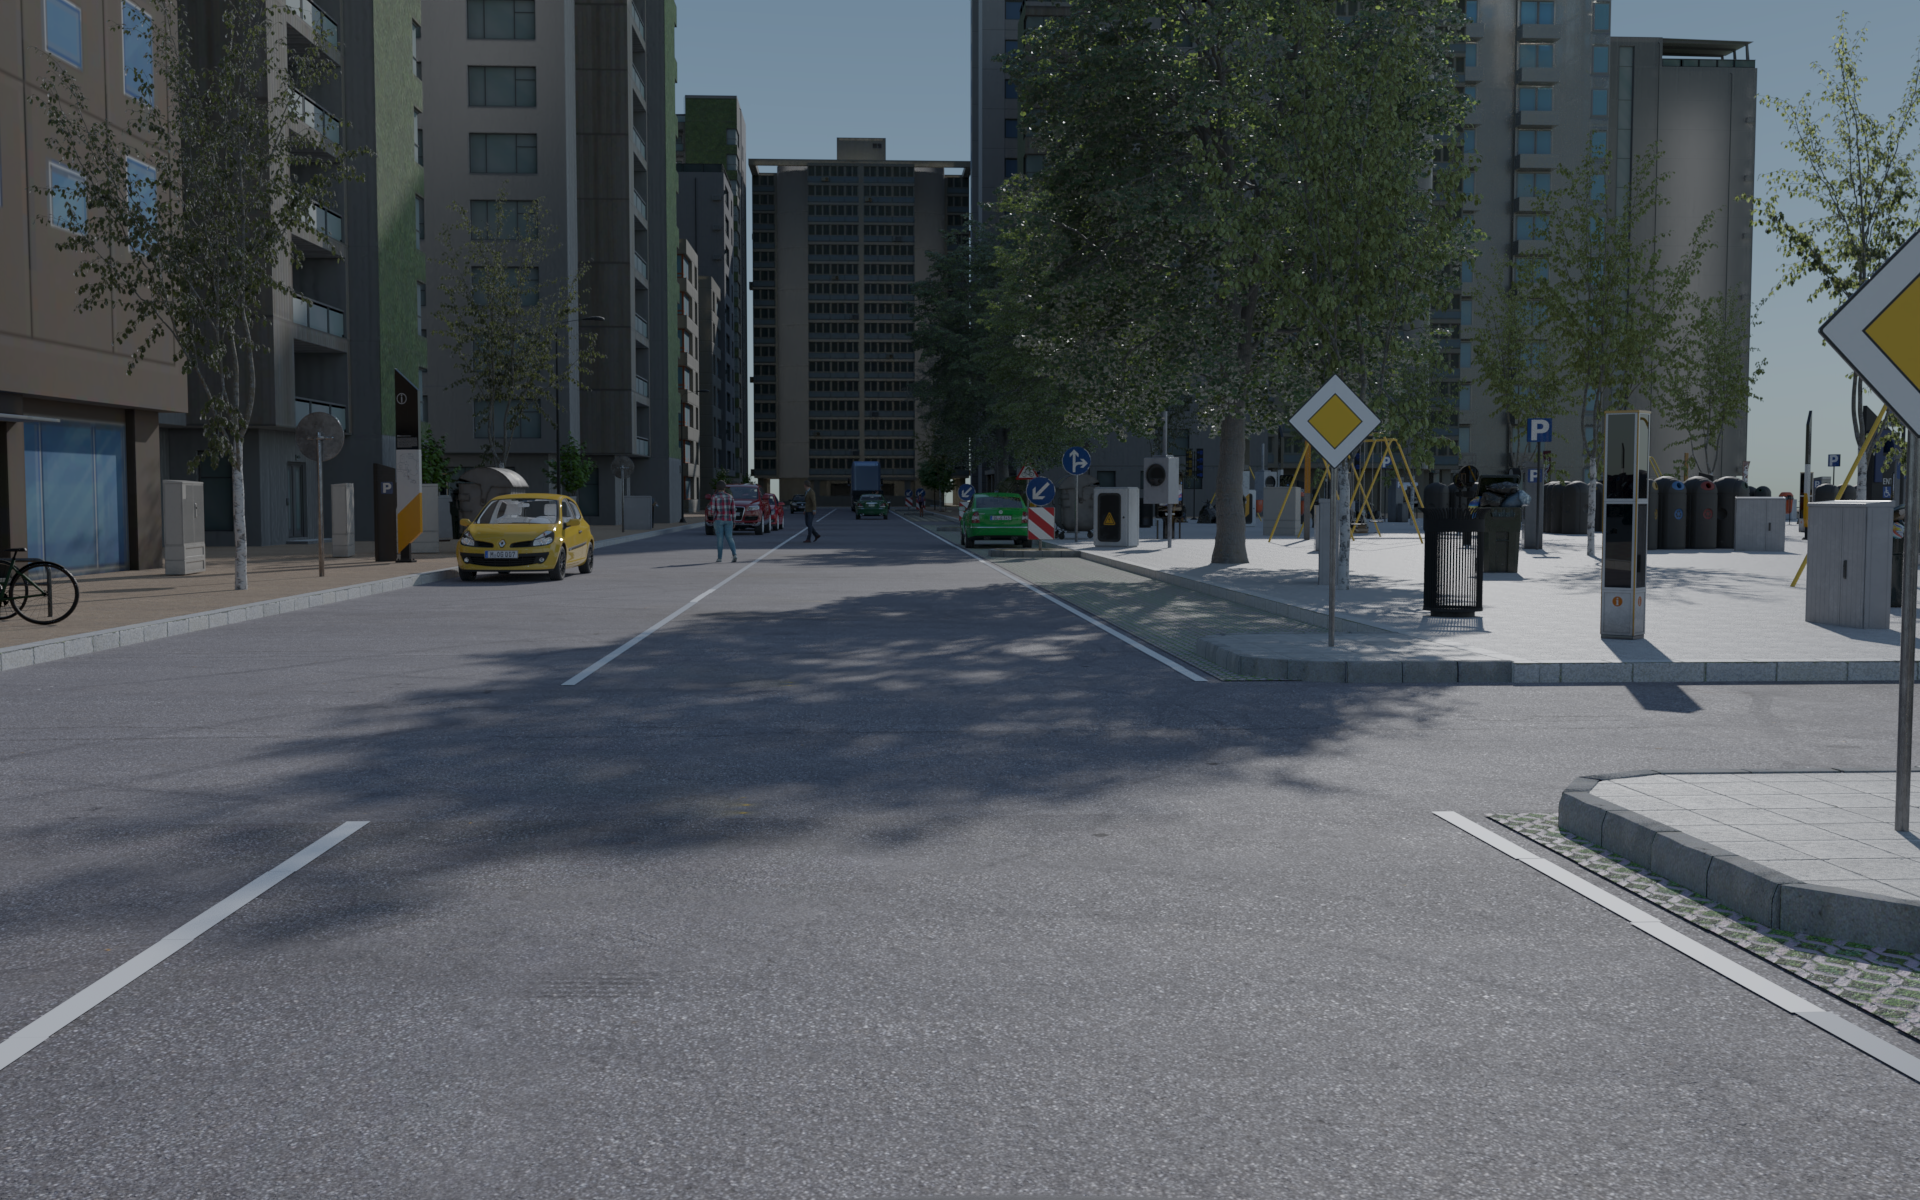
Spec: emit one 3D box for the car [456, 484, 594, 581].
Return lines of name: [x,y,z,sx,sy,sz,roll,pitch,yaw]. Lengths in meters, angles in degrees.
car: [-7.463,-1.203,29.890,2.015,1.641,3.980,0,4,-2]

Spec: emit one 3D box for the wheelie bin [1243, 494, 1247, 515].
wheelie bin: [8.756,-2.883,55.038,0.693,1.594,0.980,1,4,11]

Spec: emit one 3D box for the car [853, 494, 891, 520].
car: [-5.016,-5.313,98.658,2.131,1.459,4.920,0,4,-2]

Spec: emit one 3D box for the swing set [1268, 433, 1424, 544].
swing set: [10.139,-2.912,45.238,2.862,2.851,3.119,-2,4,-25]

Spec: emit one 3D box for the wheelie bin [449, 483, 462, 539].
wheelie bin: [-14.046,-2.520,49.116,0.980,1.594,0.693,2,4,34]

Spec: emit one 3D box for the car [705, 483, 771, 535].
car: [-7.941,-3.277,62.257,2.281,1.827,5.304,0,4,-2]

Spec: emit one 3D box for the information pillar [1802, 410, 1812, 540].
information pillar: [23.682,-3.488,48.388,0.183,3.616,0.504,2,4,34]

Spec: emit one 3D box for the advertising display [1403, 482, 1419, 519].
advertising display: [23.255,-5.164,89.651,0.974,1.923,0.123,0,4,-7]

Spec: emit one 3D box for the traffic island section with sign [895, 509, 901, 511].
traffic island section with sign: [-4.361,-8.233,143.236,1.989,1.847,2.006,0,4,-3]

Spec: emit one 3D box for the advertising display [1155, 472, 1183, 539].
advertising display: [5.965,-2.704,49.432,0.974,1.923,0.123,-2,4,-35]

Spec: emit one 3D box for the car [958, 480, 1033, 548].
car: [0.952,-2.335,46.975,1.959,1.807,4.718,0,4,-3]

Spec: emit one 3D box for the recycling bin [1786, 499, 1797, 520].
recycling bin: [40.545,-4.426,84.917,0.722,1.027,0.722,3,5,42]

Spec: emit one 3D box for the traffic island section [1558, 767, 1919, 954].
traffic island section: [3.610,0.958,6.617,2.009,0.180,2.903,0,4,-3]

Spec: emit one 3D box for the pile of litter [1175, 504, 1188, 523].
pile of litter: [9.763,-3.926,78.161,1.176,0.858,1.719,1,4,19]

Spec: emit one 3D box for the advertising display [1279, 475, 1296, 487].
advertising display: [10.946,-3.221,57.870,0.123,1.923,0.974,-1,4,-17]

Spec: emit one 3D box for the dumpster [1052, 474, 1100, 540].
dumpster: [3.332,-2.670,49.405,1.264,1.857,1.865,0,4,-3]

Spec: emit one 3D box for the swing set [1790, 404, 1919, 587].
swing set: [12.770,-1.506,22.238,2.862,2.851,3.119,0,4,5]

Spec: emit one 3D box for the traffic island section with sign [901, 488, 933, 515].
traffic island section with sign: [-2.777,-6.578,116.171,1.989,1.847,2.006,0,4,-3]

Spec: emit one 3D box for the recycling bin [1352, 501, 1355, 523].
recycling bin: [13.798,-3.057,62.530,0.722,1.027,0.722,0,4,-7]

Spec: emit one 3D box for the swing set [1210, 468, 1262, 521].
swing set: [12.827,-5.043,80.072,2.862,2.851,3.119,0,4,-2]

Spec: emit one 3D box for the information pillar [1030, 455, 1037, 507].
information pillar: [2.739,-4.503,64.973,0.183,3.616,0.504,-1,4,-19]

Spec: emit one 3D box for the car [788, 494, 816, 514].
car: [-11.551,-7.154,126.752,2.009,1.686,4.222,0,4,-5]

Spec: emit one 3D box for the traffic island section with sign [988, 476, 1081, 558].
traffic island section with sign: [1.668,-1.904,39.765,1.989,1.847,2.006,0,4,-3]

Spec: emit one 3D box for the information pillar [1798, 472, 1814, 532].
information pillar: [28.361,-3.276,58.059,0.304,2.012,0.304,0,4,-7]

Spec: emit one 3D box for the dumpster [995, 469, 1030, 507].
dumpster: [2.156,-3.967,67.348,1.502,2.255,1.985,0,4,-3]

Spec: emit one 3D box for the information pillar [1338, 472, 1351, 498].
information pillar: [12.864,-3.277,58.064,0.304,2.012,0.304,-3,5,-42]

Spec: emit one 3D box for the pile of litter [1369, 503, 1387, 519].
pile of litter: [21.023,-4.588,88.979,1.719,0.858,1.176,2,4,23]

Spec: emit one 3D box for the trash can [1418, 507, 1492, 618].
trash can: [5.181,-0.399,18.180,0.748,1.137,0.748,0,3,0]

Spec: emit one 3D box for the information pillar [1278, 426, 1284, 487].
information pillar: [10.932,-4.143,59.099,0.183,3.616,0.504,0,4,-2]

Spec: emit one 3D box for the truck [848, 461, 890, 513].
truck: [-7.212,-9.004,136.967,2.967,4.110,18.799,0,4,-5]

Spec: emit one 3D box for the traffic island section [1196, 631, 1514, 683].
traffic island section: [3.145,0.470,14.589,2.009,0.180,2.903,0,4,-3]

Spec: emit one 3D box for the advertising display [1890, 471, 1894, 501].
advertising display: [26.534,-2.639,48.369,0.974,1.923,0.123,1,4,18]

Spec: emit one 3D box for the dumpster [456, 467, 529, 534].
dumpster: [-10.224,-1.964,37.872,1.264,1.857,1.865,0,4,-3]

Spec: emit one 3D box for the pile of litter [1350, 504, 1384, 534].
pile of litter: [12.850,-2.611,56.659,1.719,0.858,1.176,0,4,2]

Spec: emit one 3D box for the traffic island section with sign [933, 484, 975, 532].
traffic island section with sign: [0.106,-3.550,66.675,1.989,1.847,2.006,0,4,-3]

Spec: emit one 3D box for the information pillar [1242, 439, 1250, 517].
information pillar: [10.210,-4.357,62.598,0.504,3.616,0.183,-1,4,-12]

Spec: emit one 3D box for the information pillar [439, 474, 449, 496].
information pillar: [-18.496,-3.525,62.120,0.304,2.012,0.304,0,4,-4]

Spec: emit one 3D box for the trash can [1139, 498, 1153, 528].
trash can: [7.049,-3.320,65.930,0.748,1.137,0.748,0,3,0]

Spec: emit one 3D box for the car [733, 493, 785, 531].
car: [-8.015,-3.659,68.861,2.155,1.783,4.494,0,4,-2]

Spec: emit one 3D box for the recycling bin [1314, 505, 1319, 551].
recycling bin: [8.377,-1.623,39.088,0.722,1.027,0.722,1,4,8]

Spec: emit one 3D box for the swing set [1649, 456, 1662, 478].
swing set: [28.181,-4.488,71.001,2.862,2.851,3.119,2,4,25]

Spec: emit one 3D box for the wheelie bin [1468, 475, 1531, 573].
wheelie bin: [8.851,-1.251,28.356,0.980,1.594,0.693,0,4,4]

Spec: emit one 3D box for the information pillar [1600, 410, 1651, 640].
information pillar: [5.890,-0.663,15.339,0.304,2.012,0.304,3,5,40]

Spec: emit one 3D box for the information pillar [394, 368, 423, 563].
information pillar: [-10.313,-2.508,32.366,0.504,3.616,0.183,1,4,13]
